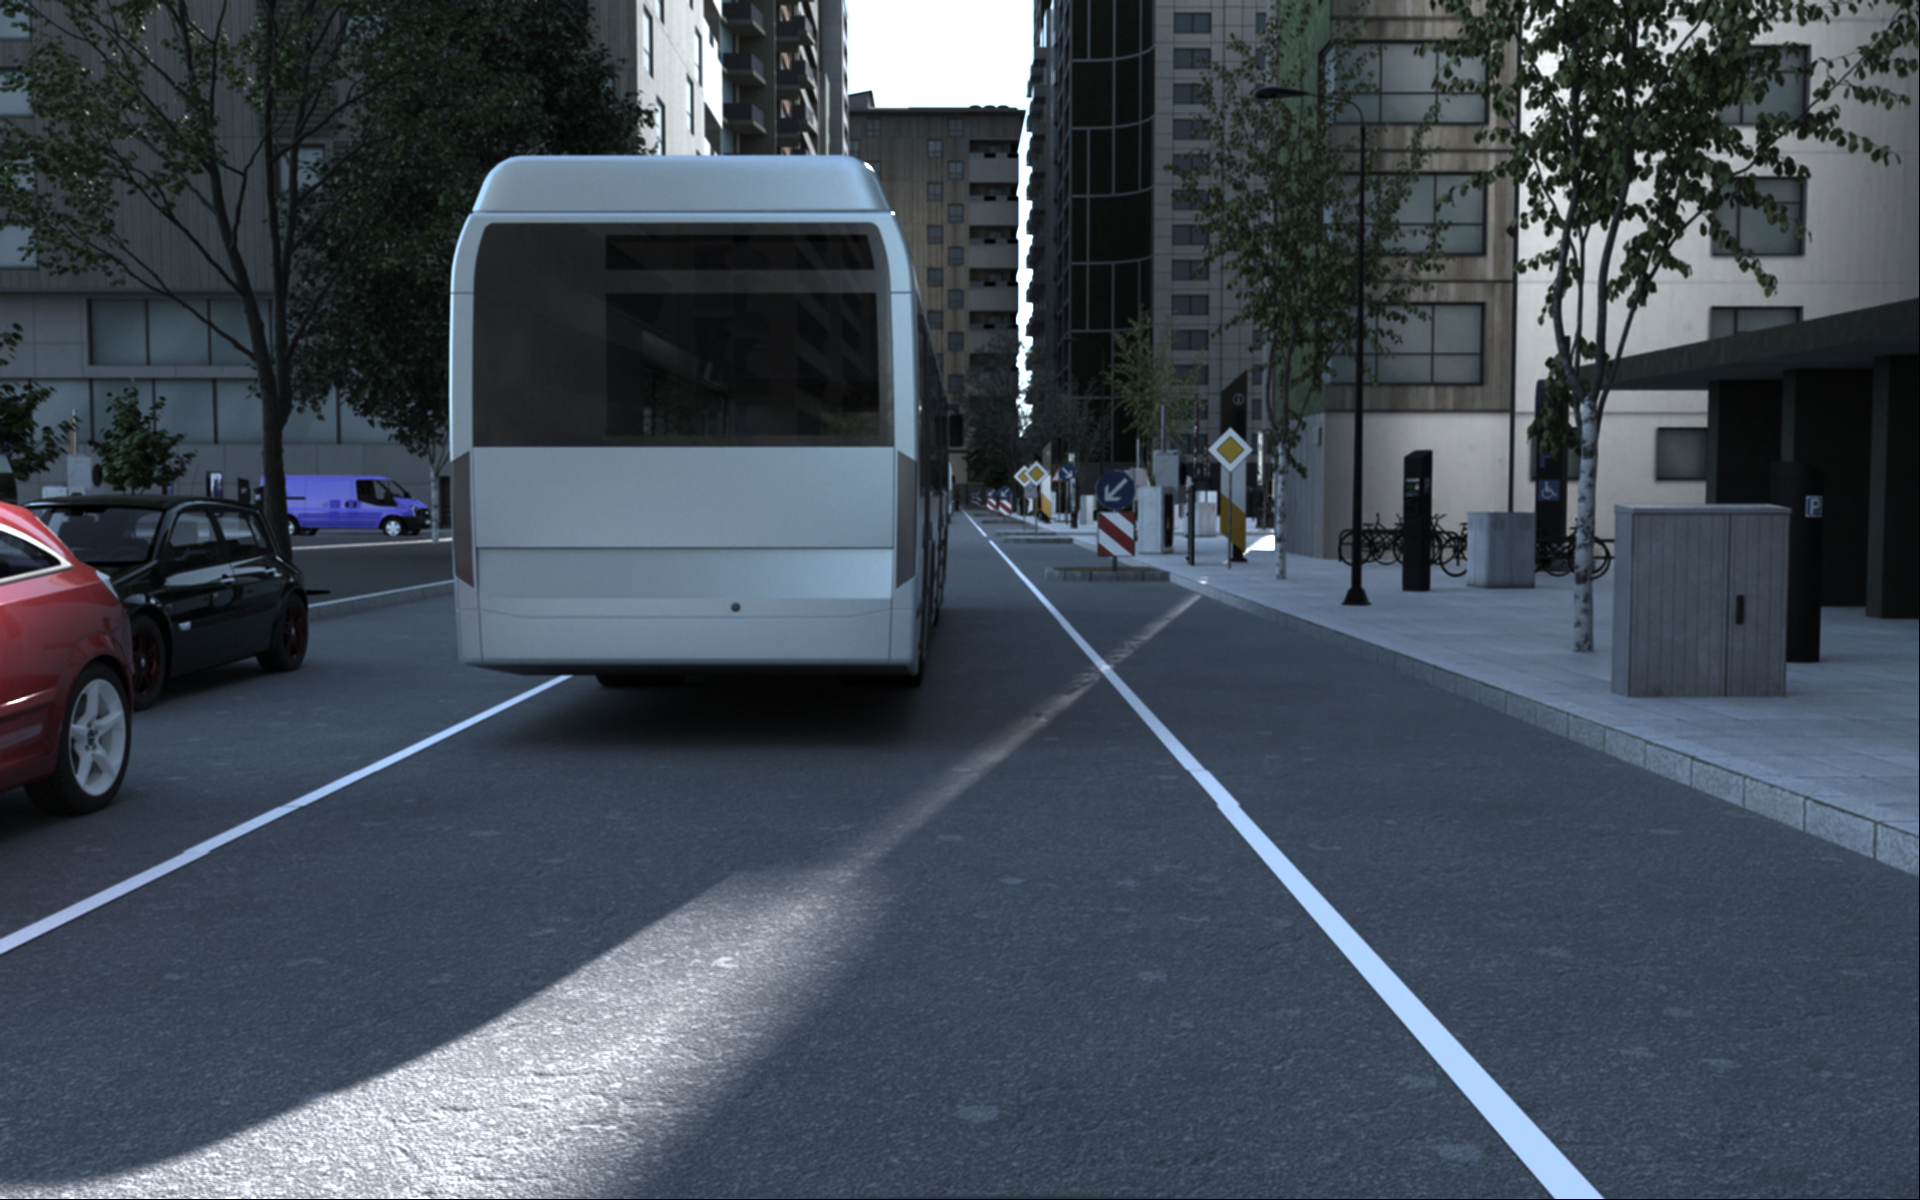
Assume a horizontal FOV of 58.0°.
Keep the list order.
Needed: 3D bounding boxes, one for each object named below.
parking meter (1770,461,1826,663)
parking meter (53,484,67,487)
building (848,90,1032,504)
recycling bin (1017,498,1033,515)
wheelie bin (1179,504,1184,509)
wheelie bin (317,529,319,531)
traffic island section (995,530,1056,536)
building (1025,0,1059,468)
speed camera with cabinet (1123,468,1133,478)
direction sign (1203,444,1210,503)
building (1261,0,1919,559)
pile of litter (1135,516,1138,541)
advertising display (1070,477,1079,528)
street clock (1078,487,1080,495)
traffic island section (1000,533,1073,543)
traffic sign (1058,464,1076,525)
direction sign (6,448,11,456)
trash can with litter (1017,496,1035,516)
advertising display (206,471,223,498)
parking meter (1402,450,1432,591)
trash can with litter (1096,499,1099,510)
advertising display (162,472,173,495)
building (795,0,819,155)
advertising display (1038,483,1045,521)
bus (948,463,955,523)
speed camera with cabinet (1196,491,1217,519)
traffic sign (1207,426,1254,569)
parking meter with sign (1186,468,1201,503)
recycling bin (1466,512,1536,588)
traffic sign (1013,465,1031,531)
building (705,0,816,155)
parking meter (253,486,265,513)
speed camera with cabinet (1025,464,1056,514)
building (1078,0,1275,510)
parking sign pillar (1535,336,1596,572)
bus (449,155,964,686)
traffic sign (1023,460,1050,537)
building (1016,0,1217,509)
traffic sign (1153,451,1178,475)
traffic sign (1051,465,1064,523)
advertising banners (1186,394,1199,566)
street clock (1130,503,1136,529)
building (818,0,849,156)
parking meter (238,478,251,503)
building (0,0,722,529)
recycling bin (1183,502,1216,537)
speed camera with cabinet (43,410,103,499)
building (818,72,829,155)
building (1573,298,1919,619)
[{"bbox_3d":[6.418,-0.299,13.308,0.372,1.533,0.369,0,3,0],"label":"parking meter"},{"bbox_3d":[-22.255,-2.103,42.793,0.372,1.533,0.369,0,3,0],"label":"parking meter"},{"bbox_3d":[-3.265,-39.475,234.657,27.495,52.752,28.713,0,4,0],"label":"building"},{"bbox_3d":[4.003,-5.735,106.319,0.722,1.027,0.722,-3,5,-44],"label":"recycling bin"},{"bbox_3d":[13.906,-6.219,109.593,0.693,1.594,0.980,2,4,28],"label":"wheelie bin"},{"bbox_3d":[-22.697,-3.204,60.300,0.980,1.594,0.693,-1,4,-8],"label":"wheelie bin"},{"bbox_3d":[2.243,-2.291,59.741,2.009,0.180,2.903,0,4,0],"label":"traffic island section"},{"bbox_3d":[17.908,-33.719,170.915,23.786,49.044,30.456,0,4,0],"label":"building"},{"bbox_3d":[6.903,-4.168,62.484,2.038,3.252,0.660,-2,4,-25],"label":"speed camera with cabinet"},{"bbox_3d":[11.271,-5.334,79.209,0.379,3.537,0.876,2,4,27],"label":"direction sign"},{"bbox_3d":[14.123,-21.783,39.754,14.154,41.232,14.086,0,4,0],"label":"building"},{"bbox_3d":[4.838,-2.062,47.675,1.176,0.858,1.719,2,4,35],"label":"pile of litter"},{"bbox_3d":[4.280,-3.656,64.993,0.123,1.923,0.974,-1,4,-9],"label":"advertising display"},{"bbox_3d":[7.477,-6.501,110.855,0.471,2.002,0.358,0,4,-3],"label":"street clock"},{"bbox_3d":[2.298,-1.803,51.756,2.009,0.180,2.903,0,4,0],"label":"traffic island section"},{"bbox_3d":[4.505,-4.449,72.851,0.768,2.556,0.104,0,4,1],"label":"traffic sign"},{"bbox_3d":[-32.731,-4.089,58.855,0.876,3.537,0.379,-2,4,-33],"label":"direction sign"},{"bbox_3d":[3.934,-5.522,101.664,1.055,1.170,0.624,-2,4,-30],"label":"trash can with litter"},{"bbox_3d":[-21.291,-2.709,49.501,0.123,1.923,0.974,0,4,-4],"label":"advertising display"},{"bbox_3d":[6.052,-1.053,22.926,0.255,1.863,0.399,3,4,38],"label":"parking meter"},{"bbox_3d":[9.687,-7.075,127.058,1.055,1.170,0.624,-1,4,-13],"label":"trash can with litter"},{"bbox_3d":[-20.036,-2.361,43.822,0.123,1.923,0.974,-1,4,-17],"label":"advertising display"},{"bbox_3d":[-23.201,-31.871,144.795,21.300,48.544,21.600,0,4,0],"label":"building"},{"bbox_3d":[3.938,-4.663,81.453,0.123,1.923,0.974,2,4,29],"label":"advertising display"},{"bbox_3d":[-1.701,-5.702,88.082,2.948,3.499,13.247,0,4,0],"label":"bus"},{"bbox_3d":[12.012,-5.729,88.007,2.038,3.252,0.660,-1,4,-10],"label":"speed camera with cabinet"},{"bbox_3d":[4.625,-1.743,29.684,0.795,2.450,0.064,1,4,8],"label":"traffic sign"},{"bbox_3d":[15.311,-7.359,116.572,1.738,3.016,0.543,-1,4,-11],"label":"parking meter with sign"},{"bbox_3d":[7.466,-0.694,23.906,0.722,1.027,0.722,0,4,-5],"label":"recycling bin"},{"bbox_3d":[2.220,-3.426,59.663,0.795,2.450,0.064,0,4,0],"label":"traffic sign"},{"bbox_3d":[-21.190,-28.149,114.863,22.147,44.769,28.867,0,4,0],"label":"building"},{"bbox_3d":[-21.069,-2.676,52.162,0.372,1.533,0.369,0,3,0],"label":"parking meter"},{"bbox_3d":[5.292,-7.308,113.822,2.038,3.252,0.660,0,4,1],"label":"speed camera with cabinet"},{"bbox_3d":[16.818,-43.185,144.321,20.563,71.187,20.611,0,4,0],"label":"building"},{"bbox_3d":[9.953,-2.485,29.099,1.447,3.967,1.447,1,4,23],"label":"parking sign pillar"},{"bbox_3d":[-1.462,-1.296,16.052,2.948,3.499,13.247,0,4,0],"label":"bus"},{"bbox_3d":[2.275,-2.938,51.678,0.795,2.450,0.064,0,4,0],"label":"traffic sign"},{"bbox_3d":[16.702,-46.328,195.717,20.563,71.187,20.611,0,4,0],"label":"building"},{"bbox_3d":[4.785,-2.337,40.334,0.606,2.300,0.079,0,4,2],"label":"traffic sign"},{"bbox_3d":[4.437,-4.729,77.316,0.884,2.594,0.081,0,4,5],"label":"traffic sign"},{"bbox_3d":[4.192,-2.144,31.240,0.090,3.025,2.074,0,4,4],"label":"advertising banners"},{"bbox_3d":[6.377,-3.629,63.897,0.358,2.002,0.471,-2,4,-27],"label":"street clock"},{"bbox_3d":[-26.895,-40.055,196.904,28.212,58.520,21.231,0,4,0],"label":"building"},{"bbox_3d":[-25.404,-3.412,61.489,0.399,1.863,0.255,-2,4,-26],"label":"parking meter"},{"bbox_3d":[-25.062,-29.671,74.358,28.713,52.752,27.495,0,4,0],"label":"building"},{"bbox_3d":[7.166,-2.396,51.734,0.722,1.027,0.722,-3,4,-38],"label":"recycling bin"},{"bbox_3d":[-20.445,-2.790,39.950,0.660,3.252,2.038,0,4,-5],"label":"speed camera with cabinet"},{"bbox_3d":[-19.692,-29.312,162.852,14.154,41.232,14.086,0,4,0],"label":"building"},{"bbox_3d":[19.152,-21.625,8.193,22.147,44.769,28.867,0,4,0],"label":"building"}]
